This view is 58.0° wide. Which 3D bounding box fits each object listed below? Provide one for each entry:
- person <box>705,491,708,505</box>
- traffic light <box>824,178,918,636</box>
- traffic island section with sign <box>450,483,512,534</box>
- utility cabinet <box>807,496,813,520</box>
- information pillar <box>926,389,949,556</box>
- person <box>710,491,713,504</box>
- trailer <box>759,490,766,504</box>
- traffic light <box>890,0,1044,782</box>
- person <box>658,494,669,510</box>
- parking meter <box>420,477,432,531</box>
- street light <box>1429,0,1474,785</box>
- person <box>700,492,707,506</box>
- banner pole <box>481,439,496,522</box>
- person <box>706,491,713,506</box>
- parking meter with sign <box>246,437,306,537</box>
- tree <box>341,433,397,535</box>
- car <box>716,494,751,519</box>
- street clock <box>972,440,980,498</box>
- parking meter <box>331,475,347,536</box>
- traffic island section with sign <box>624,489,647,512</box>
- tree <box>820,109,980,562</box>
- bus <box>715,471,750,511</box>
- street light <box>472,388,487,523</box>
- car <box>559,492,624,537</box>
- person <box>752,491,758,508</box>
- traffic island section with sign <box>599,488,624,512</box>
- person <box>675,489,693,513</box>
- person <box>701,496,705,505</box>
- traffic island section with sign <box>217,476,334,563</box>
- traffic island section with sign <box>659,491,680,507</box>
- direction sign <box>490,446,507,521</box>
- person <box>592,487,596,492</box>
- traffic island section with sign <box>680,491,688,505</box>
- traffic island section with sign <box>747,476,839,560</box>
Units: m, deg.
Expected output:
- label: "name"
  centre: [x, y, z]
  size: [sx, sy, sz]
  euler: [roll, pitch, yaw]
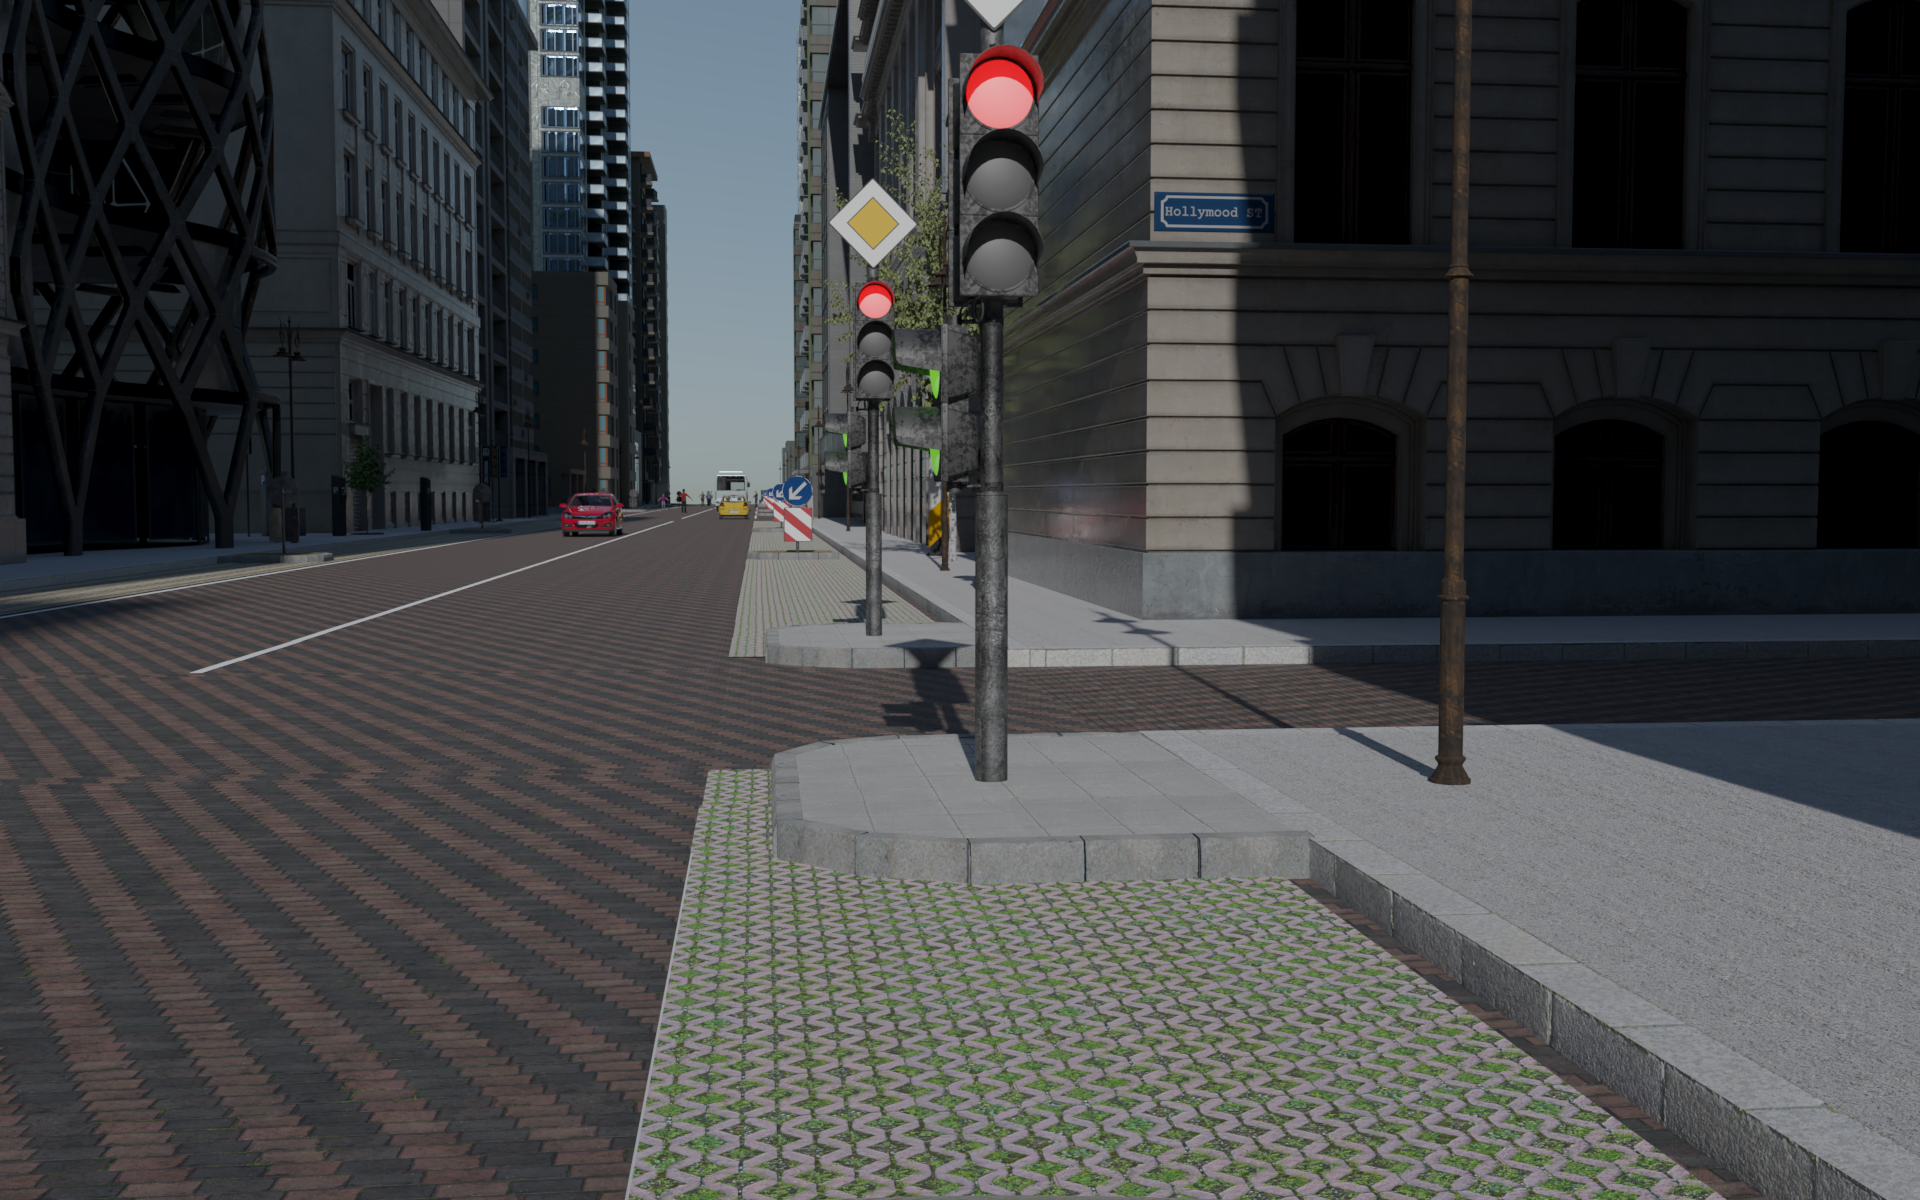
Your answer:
- label: "person"
  centre: [-31.853, -12.835, 218.495]
  size: [0.705, 1.807, 1.348]
  euler: [-2, 4, -26]
- label: "traffic light"
  centre: [-0.798, -1.631, 15.593]
  size: [0.839, 4.253, 0.868]
  euler: [0, 4, -7]
- label: "traffic island section with sign"
  centre: [-17.517, -3.352, 63.439]
  size: [1.989, 1.847, 2.006]
  euler: [0, 4, -7]
- label: "utility cabinet"
  centre: [-7.391, -4.550, 85.546]
  size: [0.306, 1.237, 1.020]
  euler: [0, 4, -6]
- label: "information pillar"
  centre: [-0.436, -2.720, 35.829]
  size: [0.504, 3.616, 0.183]
  euler: [2, 4, 24]
- label: "person"
  centre: [-35.341, -14.576, 246.685]
  size: [0.599, 1.838, 0.709]
  euler: [0, 4, -2]
- label: "trailer"
  centre: [-27.407, -14.412, 242.686]
  size: [1.471, 1.999, 3.904]
  euler: [0, 4, -6]
- label: "traffic light"
  centre: [0.122, -1.146, 7.661]
  size: [0.839, 4.253, 0.868]
  euler: [0, 4, -7]
- label: "person"
  centre: [-26.382, -8.705, 154.058]
  size: [0.991, 1.433, 0.599]
  euler: [-1, 4, -15]
- label: "parking meter"
  centre: [-18.641, -3.347, 60.429]
  size: [0.255, 1.863, 0.399]
  euler: [1, 4, 9]
- label: "street light"
  centre: [2.182, -2.125, 7.533]
  size: [0.468, 5.910, 1.993]
  euler: [0, 4, -7]
- label: "person"
  centre: [-30.167, -11.852, 202.998]
  size: [1.217, 1.735, 0.721]
  euler: [0, 4, 0]
- label: "banner pole"
  centre: [-21.404, -5.423, 78.689]
  size: [0.401, 3.779, 0.863]
  euler: [2, 4, 29]
- label: "person"
  centre: [-30.282, -12.274, 209.169]
  size: [0.705, 1.826, 1.348]
  euler: [2, 4, 30]
- label: "parking meter with sign"
  centre: [-20.821, -3.447, 52.618]
  size: [1.738, 3.016, 0.543]
  euler: [-3, 5, -45]
- label: "tree"
  centre: [-18.690, -3.688, 54.903]
  size: [1.663, 3.219, 1.824]
  euler: [0, 3, 0]
- label: "car"
  centre: [-13.005, -5.461, 99.515]
  size: [2.015, 1.641, 3.980]
  euler: [0, 4, -8]
- label: "street clock"
  centre: [0.328, -1.148, 23.345]
  size: [0.471, 2.002, 0.358]
  euler: [-3, 5, -42]
- label: "parking meter"
  centre: [-18.931, -2.881, 52.815]
  size: [0.399, 1.863, 0.255]
  euler: [1, 4, 21]
- label: "traffic island section with sign"
  centre: [-26.461, -8.072, 140.611]
  size: [1.989, 1.847, 2.006]
  euler: [0, 4, -7]
- label: "tree"
  centre: [-0.357, -5.026, 32.534]
  size: [4.737, 8.622, 4.395]
  euler: [0, 3, 0]
- label: "bus"
  centre: [-19.263, -9.273, 146.471]
  size: [2.948, 3.499, 13.247]
  euler: [0, 4, -7]
- label: "street light"
  centre: [-20.925, -6.283, 75.511]
  size: [0.468, 5.910, 1.993]
  euler: [0, 4, -7]
- label: "car"
  centre: [-12.608, -3.086, 59.502]
  size: [2.155, 1.783, 4.494]
  euler: [0, 4, -6]
- label: "person"
  centre: [-21.493, -10.566, 181.705]
  size: [0.568, 1.767, 0.683]
  euler: [0, 4, 1]
- label: "traffic island section with sign"
  centre: [-23.365, -6.435, 113.834]
  size: [1.989, 1.847, 2.006]
  euler: [0, 4, -7]
- label: "person"
  centre: [-20.573, -7.380, 129.096]
  size: [1.348, 1.831, 0.705]
  euler: [0, 4, 3]
- label: "person"
  centre: [-32.232, -12.553, 216.978]
  size: [0.421, 1.427, 0.697]
  euler: [2, 4, 25]
- label: "traffic island section with sign"
  centre: [-14.409, -1.714, 36.656]
  size: [1.989, 1.847, 2.006]
  euler: [0, 4, -7]
- label: "traffic island section with sign"
  centre: [-32.676, -11.339, 194.012]
  size: [1.989, 1.847, 2.006]
  euler: [0, 4, -7]
- label: "direction sign"
  centre: [-21.743, -5.484, 81.667]
  size: [0.876, 3.537, 0.379]
  euler: [-3, 5, -44]
- label: "person"
  centre: [-19.649, -5.171, 93.122]
  size: [0.705, 1.814, 1.350]
  euler: [2, 4, 32]
- label: "traffic island section with sign"
  centre: [-35.842, -13.018, 221.464]
  size: [1.989, 1.847, 2.006]
  euler: [0, 4, -7]
- label: "traffic island section with sign"
  centre: [-3.725, -1.822, 38.422]
  size: [1.989, 1.847, 2.006]
  euler: [0, 4, -7]
